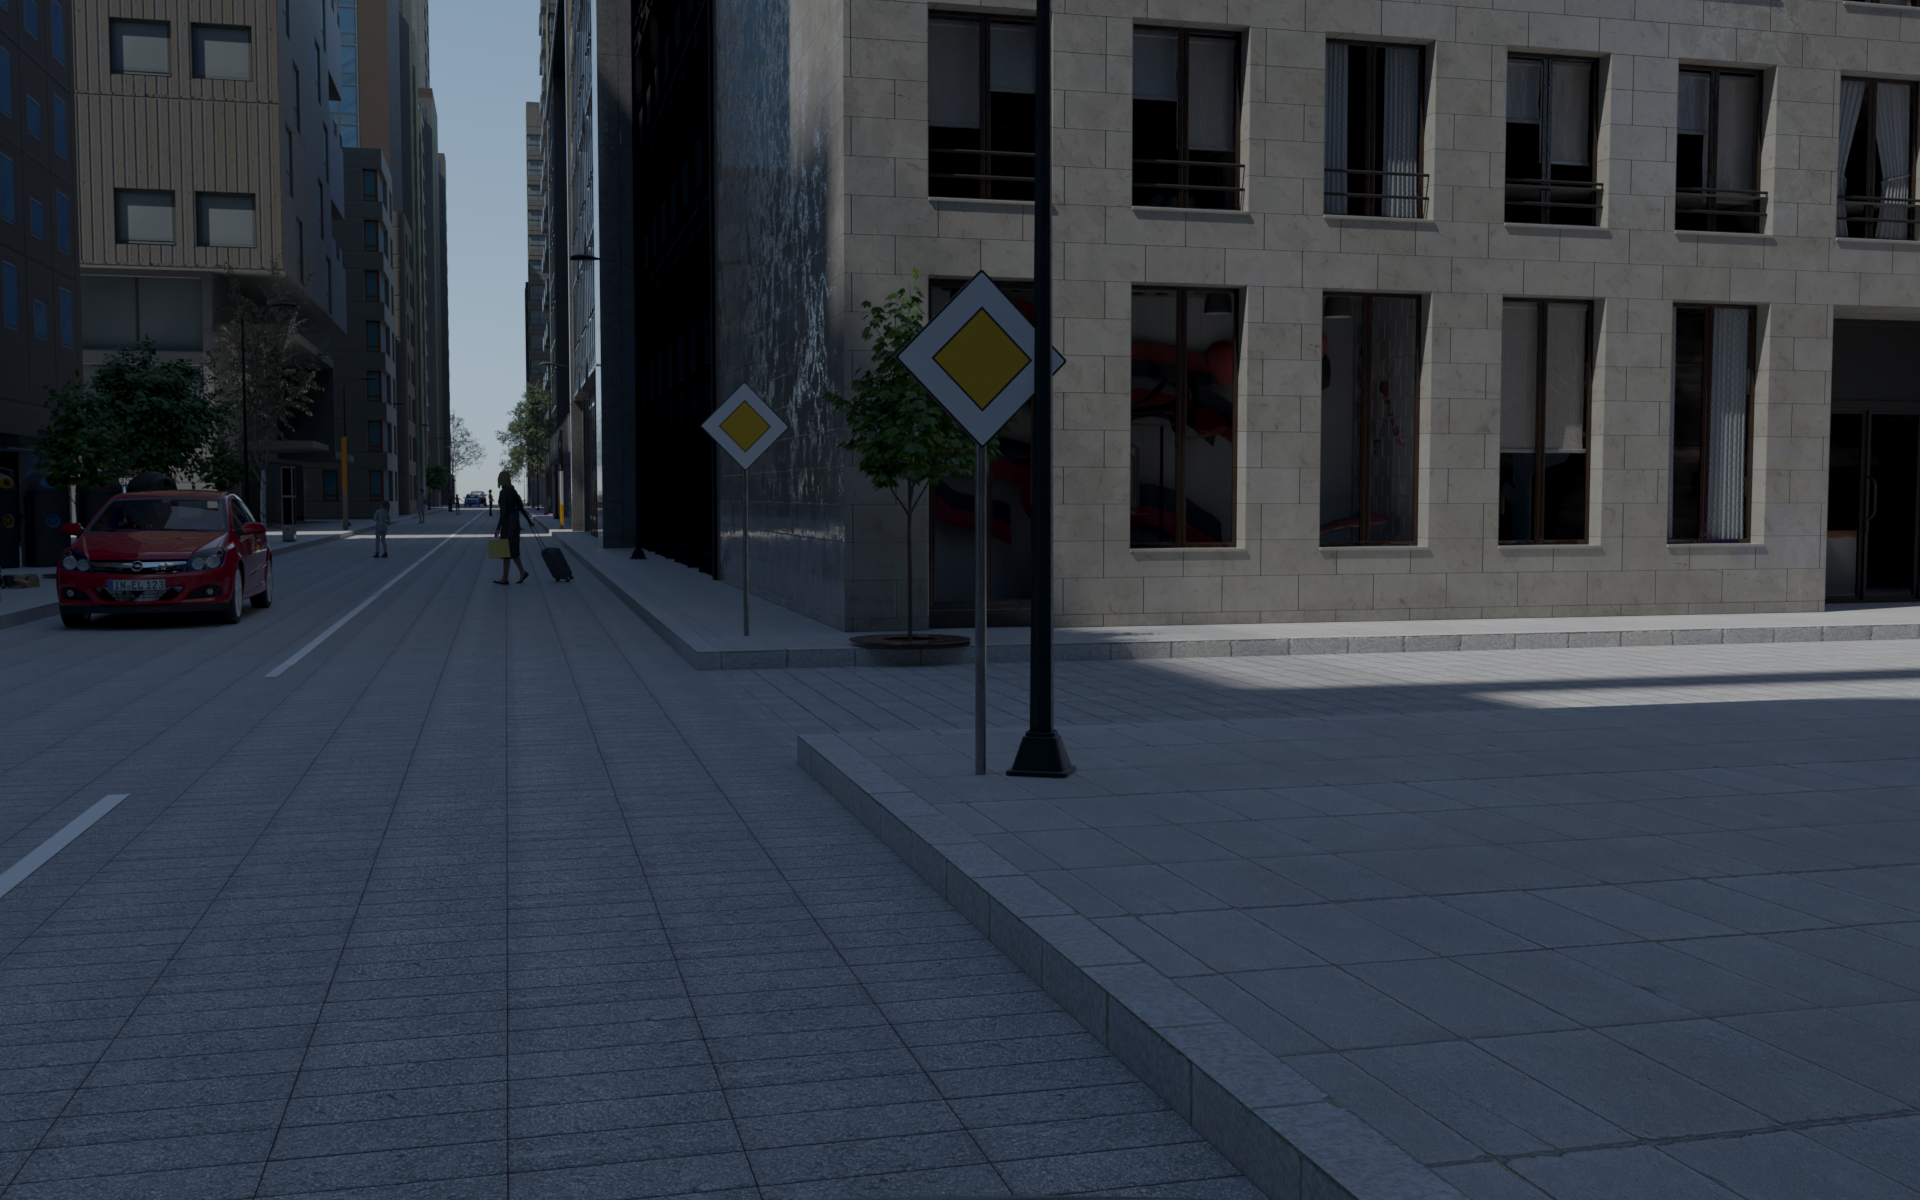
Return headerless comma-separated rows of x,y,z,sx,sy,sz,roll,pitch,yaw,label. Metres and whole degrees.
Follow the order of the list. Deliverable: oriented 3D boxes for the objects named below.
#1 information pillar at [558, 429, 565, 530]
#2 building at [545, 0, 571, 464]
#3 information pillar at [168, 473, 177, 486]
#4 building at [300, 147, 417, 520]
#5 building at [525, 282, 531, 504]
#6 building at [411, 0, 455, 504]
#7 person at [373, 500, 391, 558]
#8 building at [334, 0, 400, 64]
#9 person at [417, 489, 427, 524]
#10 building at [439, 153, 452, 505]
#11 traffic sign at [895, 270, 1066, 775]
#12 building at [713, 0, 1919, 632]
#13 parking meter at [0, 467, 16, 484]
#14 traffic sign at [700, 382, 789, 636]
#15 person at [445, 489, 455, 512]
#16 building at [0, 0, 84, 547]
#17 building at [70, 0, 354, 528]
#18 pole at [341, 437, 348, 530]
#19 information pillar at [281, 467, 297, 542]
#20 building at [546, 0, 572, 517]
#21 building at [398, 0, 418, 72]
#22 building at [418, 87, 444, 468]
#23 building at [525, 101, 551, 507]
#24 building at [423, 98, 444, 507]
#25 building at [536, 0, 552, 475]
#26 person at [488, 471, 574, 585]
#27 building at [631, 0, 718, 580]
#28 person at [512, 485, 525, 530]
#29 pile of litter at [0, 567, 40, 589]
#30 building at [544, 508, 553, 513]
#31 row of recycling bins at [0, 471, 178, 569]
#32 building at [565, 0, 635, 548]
-14.433,-4.359,62.631,0.183,3.616,0.504,-1,4,-23,information pillar
-10.360,-15.691,75.615,14.314,24.678,30.058,-1,4,-15,building
-25.422,-3.138,55.793,0.304,2.012,0.304,-1,4,-8,information pillar
-45.950,-15.439,97.463,27.650,21.520,28.899,-1,4,-15,building
-52.188,-28.462,237.062,14.160,30.474,14.107,-1,4,-15,building
-74.084,-47.520,215.210,20.563,71.187,20.611,-1,4,-15,building
-13.033,-1.601,38.955,0.394,1.301,0.425,2,4,25,person
-45.949,-28.676,118.969,14.600,45.320,14.200,-1,4,-15,building
-26.249,-4.586,84.481,0.522,1.701,0.512,-1,4,-20,person
-66.590,-31.596,200.182,14.154,41.232,14.086,-1,4,-15,building
0.091,-0.258,7.863,0.795,2.450,0.064,-1,4,-15,traffic sign
5.755,-10.265,22.582,16.860,20.320,10.420,-1,4,-15,building
-19.562,-1.820,35.467,0.399,1.863,0.255,0,4,-6,parking meter
-1.933,-0.731,15.588,0.795,2.450,0.064,-1,4,-15,traffic sign
-40.911,-7.983,139.106,1.350,1.814,0.705,2,4,32,person
-29.117,-23.735,38.178,14.600,45.320,14.200,-1,4,-15,building
-38.587,-29.113,65.241,28.713,52.752,27.495,-1,4,-15,building
-21.958,-4.158,61.822,0.158,3.312,0.155,0,3,0,pole
-18.021,-2.569,46.493,0.304,2.012,0.304,0,4,-7,information pillar
-17.592,-20.344,104.323,14.160,30.474,14.107,-1,4,-15,building
-53.303,-28.334,146.861,14.154,41.232,14.086,-1,4,-15,building
-63.178,-32.769,185.887,14.600,45.320,14.200,-1,4,-15,building
-38.981,-30.689,185.352,14.154,41.232,14.086,-1,4,-15,building
-59.559,-29.883,172.189,14.154,41.232,14.086,-1,4,-15,building
-24.595,-32.420,149.670,23.786,49.044,30.456,-1,4,-15,building
-6.893,-1.163,27.731,1.509,1.804,0.699,-3,5,-42,person
0.299,-12.509,34.199,12.332,23.373,15.834,-1,4,-15,building
-17.647,-3.660,68.518,0.721,1.800,0.419,0,4,8,person
-13.406,-0.612,23.974,1.176,0.858,1.719,-2,4,-35,pile of litter
-13.548,-26.474,124.736,32.217,40.220,23.993,-1,4,-15,building
-15.817,-1.452,30.845,3.534,1.692,1.069,-3,5,-44,row of recycling bins
-5.124,-14.261,51.190,12.078,24.808,19.932,-1,4,-15,building
